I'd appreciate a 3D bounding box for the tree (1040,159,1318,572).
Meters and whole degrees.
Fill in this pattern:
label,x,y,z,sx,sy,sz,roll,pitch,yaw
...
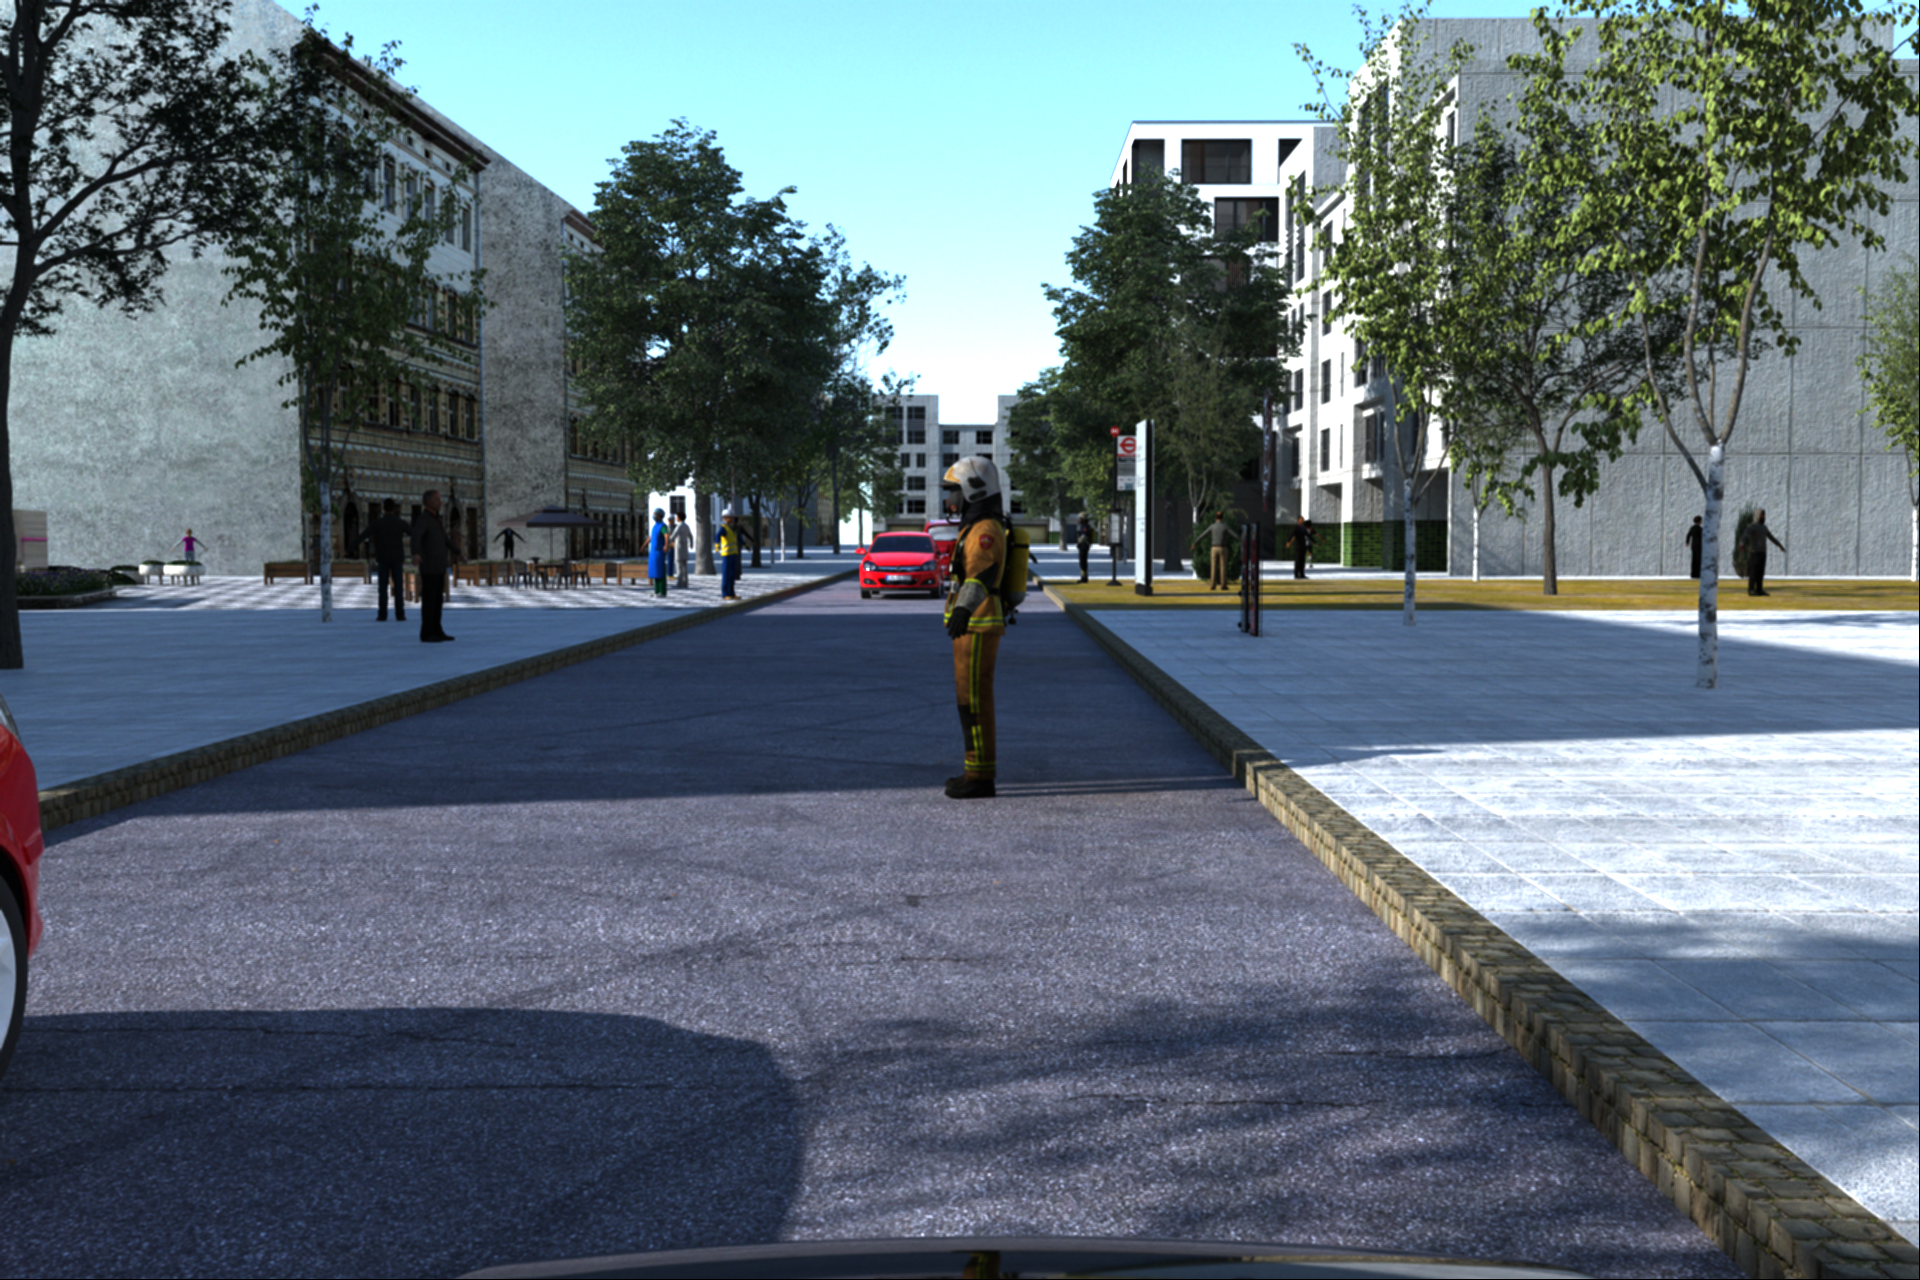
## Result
label,x,y,z,sx,sy,sz,roll,pitch,yaw
tree,7.312,-9.323,59.091,9.857,13.997,8.962,0,3,0

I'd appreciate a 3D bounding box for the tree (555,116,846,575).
label,x,y,z,sx,sy,sz,roll,pitch,yaw
tree,-7.948,-8.989,53.631,9.857,13.997,8.962,0,3,0

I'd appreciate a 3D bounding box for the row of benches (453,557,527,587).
label,x,y,z,sx,sy,sz,roll,pitch,yaw
row of benches,-11.905,-1.753,44.123,1.422,0.672,4.104,0,4,3

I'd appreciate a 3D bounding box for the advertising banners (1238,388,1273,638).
label,x,y,z,sx,sy,sz,roll,pitch,yaw
advertising banners,3.718,-1.568,21.824,0.090,3.025,2.074,0,4,0

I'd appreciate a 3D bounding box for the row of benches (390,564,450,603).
label,x,y,z,sx,sy,sz,roll,pitch,yaw
row of benches,-10.686,-1.142,34.140,1.422,0.672,4.104,-2,4,-24

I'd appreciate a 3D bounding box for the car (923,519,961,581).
label,x,y,z,sx,sy,sz,roll,pitch,yaw
car,-0.155,-2.237,45.243,2.281,1.827,5.304,0,4,0

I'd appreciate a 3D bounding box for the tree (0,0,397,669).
label,x,y,z,sx,sy,sz,roll,pitch,yaw
tree,-9.191,-4.983,15.889,8.767,10.594,7.601,1,4,12

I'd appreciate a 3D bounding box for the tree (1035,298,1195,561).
label,x,y,z,sx,sy,sz,roll,pitch,yaw
tree,7.389,-9.947,80.763,7.486,12.596,7.792,0,3,0

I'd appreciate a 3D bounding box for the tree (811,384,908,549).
label,x,y,z,sx,sy,sz,roll,pitch,yaw
tree,-7.968,-13.034,131.236,7.486,12.596,7.792,0,3,0

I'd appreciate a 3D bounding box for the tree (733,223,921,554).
label,x,y,z,sx,sy,sz,roll,pitch,yaw
tree,-8.669,-15.441,108.357,12.611,20.169,13.585,0,3,0

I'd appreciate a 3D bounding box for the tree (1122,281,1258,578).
label,x,y,z,sx,sy,sz,roll,pitch,yaw
tree,7.002,-6.121,50.438,4.360,8.622,3.978,0,3,0

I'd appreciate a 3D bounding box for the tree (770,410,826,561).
label,x,y,z,sx,sy,sz,roll,pitch,yaw
tree,-8.269,-7.990,81.004,4.737,8.622,4.395,0,3,0

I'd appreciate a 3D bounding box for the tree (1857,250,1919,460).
label,x,y,z,sx,sy,sz,roll,pitch,yaw
tree,23.443,-5.607,42.029,4.360,8.622,3.978,0,3,0

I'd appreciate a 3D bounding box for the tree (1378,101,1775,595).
label,x,y,z,sx,sy,sz,roll,pitch,yaw
tree,12.660,-6.250,36.600,8.767,10.594,7.601,2,4,27

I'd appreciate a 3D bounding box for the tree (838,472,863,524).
label,x,y,z,sx,sy,sz,roll,pitch,yaw
tree,-15.987,-18.602,222.270,7.486,12.596,7.792,0,3,0

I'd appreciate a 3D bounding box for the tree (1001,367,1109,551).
label,x,y,z,sx,sy,sz,roll,pitch,yaw
tree,7.664,-13.644,129.726,9.857,13.997,8.962,0,3,0

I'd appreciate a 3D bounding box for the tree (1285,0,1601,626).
label,x,y,z,sx,sy,sz,roll,pitch,yaw
tree,6.322,-4.490,23.772,4.737,8.622,4.395,0,3,0

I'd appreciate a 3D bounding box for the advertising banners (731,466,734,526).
label,x,y,z,sx,sy,sz,roll,pitch,yaw
advertising banners,-5.878,-2.929,44.075,0.090,3.025,2.074,0,4,0

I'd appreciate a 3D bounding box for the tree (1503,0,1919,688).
label,x,y,z,sx,sy,sz,roll,pitch,yaw
tree,6.346,-3.920,14.451,4.737,8.622,4.395,0,3,0

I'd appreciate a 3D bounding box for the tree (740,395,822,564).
label,x,y,z,sx,sy,sz,roll,pitch,yaw
tree,-8.044,-7.606,74.726,4.737,8.622,4.395,0,3,0

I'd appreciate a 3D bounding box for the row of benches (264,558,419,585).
label,x,y,z,sx,sy,sz,roll,pitch,yaw
row of benches,-15.569,-1.763,44.281,4.104,0.672,1.422,0,4,-8

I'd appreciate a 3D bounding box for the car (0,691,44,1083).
label,x,y,z,sx,sy,sz,roll,pitch,yaw
car,-3.281,0.391,2.654,2.155,1.783,4.494,0,4,1

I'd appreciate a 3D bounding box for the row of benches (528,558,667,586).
label,x,y,z,sx,sy,sz,roll,pitch,yaw
row of benches,-9.113,-1.729,43.734,4.104,0.672,1.422,2,4,28

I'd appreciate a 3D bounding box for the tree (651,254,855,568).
label,x,y,z,sx,sy,sz,roll,pitch,yaw
tree,-7.840,-8.557,65.668,9.928,11.665,9.643,0,3,0

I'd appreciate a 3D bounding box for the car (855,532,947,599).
label,x,y,z,sx,sy,sz,roll,pitch,yaw
car,-1.289,-1.880,39.782,2.155,1.783,4.494,0,4,1

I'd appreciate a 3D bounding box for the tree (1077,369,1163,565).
label,x,y,z,sx,sy,sz,roll,pitch,yaw
tree,6.855,-7.443,72.057,4.737,8.622,4.395,0,3,0

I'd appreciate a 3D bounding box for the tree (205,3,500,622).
label,x,y,z,sx,sy,sz,roll,pitch,yaw
tree,-9.087,-4.579,25.233,4.737,8.622,4.395,0,3,0

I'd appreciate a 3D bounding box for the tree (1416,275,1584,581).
label,x,y,z,sx,sy,sz,roll,pitch,yaw
tree,13.960,-5.921,47.169,4.360,8.622,3.978,0,3,0

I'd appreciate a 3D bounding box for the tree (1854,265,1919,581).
label,x,y,z,sx,sy,sz,roll,pitch,yaw
tree,26.097,-5.902,46.853,4.737,8.622,4.395,0,3,0

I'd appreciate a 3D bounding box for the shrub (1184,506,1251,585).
label,x,y,z,sx,sy,sz,roll,pitch,yaw
shrub,6.589,-2.427,44.104,1.690,2.028,1.600,0,3,0

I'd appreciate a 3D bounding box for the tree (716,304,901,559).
label,x,y,z,sx,sy,sz,roll,pitch,yaw
tree,-8.291,-11.041,90.883,12.009,13.543,11.850,0,3,0
